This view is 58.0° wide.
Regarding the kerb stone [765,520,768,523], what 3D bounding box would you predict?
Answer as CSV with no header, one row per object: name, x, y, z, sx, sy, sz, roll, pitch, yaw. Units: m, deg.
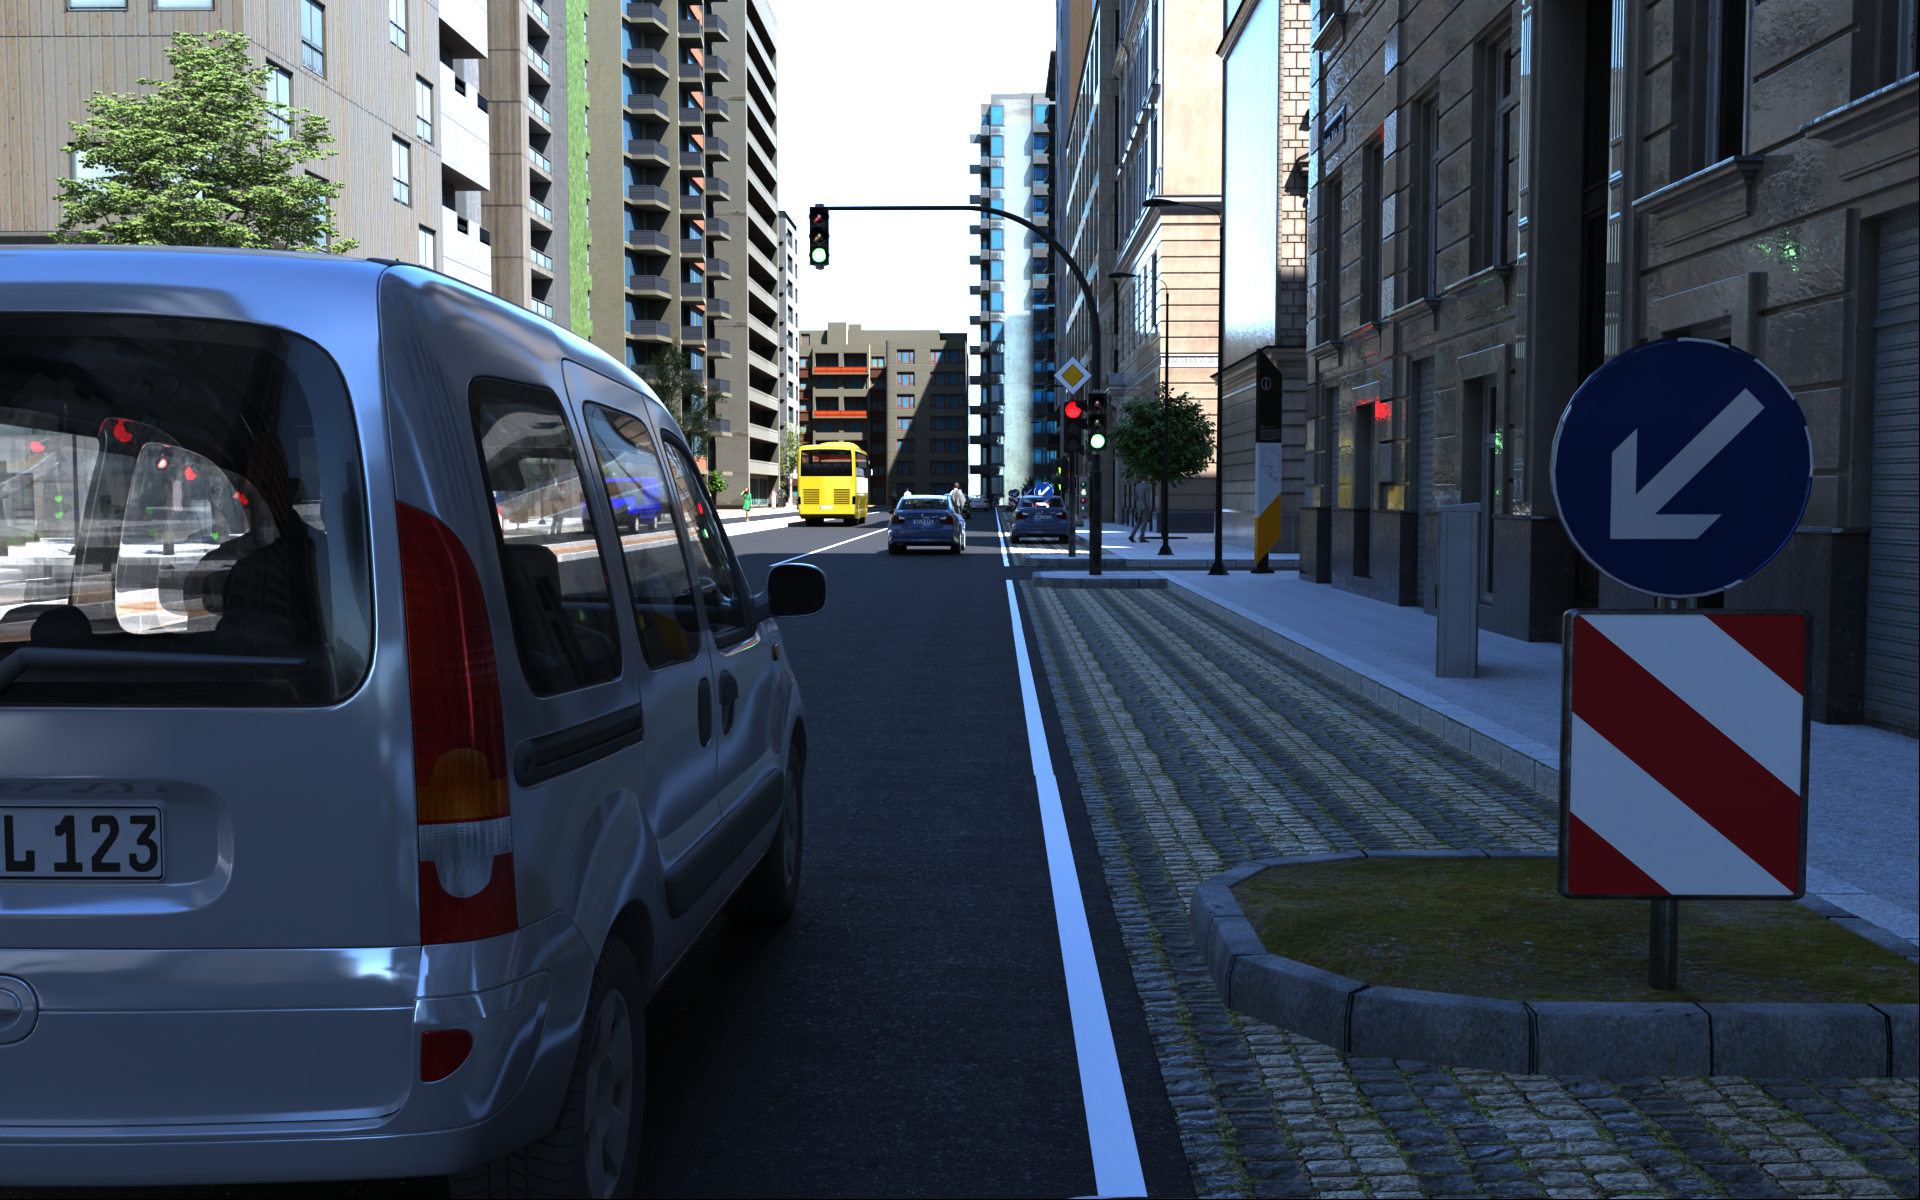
kerb stone,-9.567,-3.777,83.950,0.120,0.150,1.000,0,4,1

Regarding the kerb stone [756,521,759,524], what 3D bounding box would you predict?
kerb stone,-9.627,-3.588,80.858,0.120,0.150,1.000,0,4,1

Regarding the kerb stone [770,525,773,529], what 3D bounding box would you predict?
kerb stone,-7.748,-2.899,69.593,0.120,0.150,1.000,0,4,1

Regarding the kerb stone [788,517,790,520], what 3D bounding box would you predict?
kerb stone,-9.394,-4.334,93.176,0.120,0.150,1.000,0,4,1

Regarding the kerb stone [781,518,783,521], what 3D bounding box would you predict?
kerb stone,-9.453,-4.153,90.103,0.120,0.150,1.000,0,4,1

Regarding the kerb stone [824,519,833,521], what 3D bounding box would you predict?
kerb stone,-7.248,-4.466,95.231,0.120,0.150,1.000,0,4,1

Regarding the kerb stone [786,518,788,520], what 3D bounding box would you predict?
kerb stone,-9.410,-4.279,92.151,0.120,0.150,1.000,0,4,1

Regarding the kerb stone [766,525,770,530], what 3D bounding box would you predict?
kerb stone,-7.764,-2.832,68.563,0.120,0.150,1.000,0,4,1

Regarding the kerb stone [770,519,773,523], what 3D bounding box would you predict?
kerb stone,-9.525,-3.903,86.005,0.120,0.150,1.000,0,4,1

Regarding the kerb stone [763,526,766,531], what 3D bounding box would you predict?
kerb stone,-7.786,-2.773,67.541,0.120,0.150,1.000,0,4,1

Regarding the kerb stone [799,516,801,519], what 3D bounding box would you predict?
kerb stone,-9.295,-4.655,98.305,0.120,0.150,1.000,0,4,1

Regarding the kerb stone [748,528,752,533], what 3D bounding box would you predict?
kerb stone,-7.855,-2.522,63.428,0.120,0.150,1.000,0,4,1

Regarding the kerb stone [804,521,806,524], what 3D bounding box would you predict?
kerb stone,-7.504,-3.651,81.887,0.120,0.150,1.000,0,4,1

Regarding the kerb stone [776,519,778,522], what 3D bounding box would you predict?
kerb stone,-9.494,-4.028,88.054,0.120,0.150,1.000,0,4,1

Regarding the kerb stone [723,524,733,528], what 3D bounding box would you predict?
kerb stone,-9.783,-3.086,72.656,0.120,0.150,1.000,0,4,1

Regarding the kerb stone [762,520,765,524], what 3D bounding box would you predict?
kerb stone,-9.596,-3.714,82.919,0.120,0.150,1.000,0,4,1

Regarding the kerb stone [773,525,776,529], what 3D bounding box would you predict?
kerb stone,-7.719,-2.961,70.615,0.120,0.150,1.000,0,4,1

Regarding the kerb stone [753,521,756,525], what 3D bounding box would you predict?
kerb stone,-9.643,-3.525,79.829,0.120,0.150,1.000,0,4,1

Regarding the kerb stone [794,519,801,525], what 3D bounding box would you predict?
kerb stone,-7.545,-3.520,79.832,0.120,0.150,1.000,0,4,1

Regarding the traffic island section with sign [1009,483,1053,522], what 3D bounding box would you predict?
traffic island section with sign,2.810,-3.185,60.708,1.989,1.847,2.006,0,4,1

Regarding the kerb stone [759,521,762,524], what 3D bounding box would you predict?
kerb stone,-9.609,-3.644,81.888,0.120,0.150,1.000,0,4,1

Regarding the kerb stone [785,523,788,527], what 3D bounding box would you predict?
kerb stone,-7.645,-3.211,74.716,0.120,0.150,1.000,0,4,1

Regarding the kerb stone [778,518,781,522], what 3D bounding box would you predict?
kerb stone,-9.467,-4.090,89.081,0.120,0.150,1.000,0,4,1

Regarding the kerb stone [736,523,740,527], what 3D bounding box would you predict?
kerb stone,-9.751,-3.212,74.708,0.120,0.150,1.000,0,4,1

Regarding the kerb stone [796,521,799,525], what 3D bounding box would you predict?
kerb stone,-7.573,-3.463,78.810,0.120,0.150,1.000,0,4,1

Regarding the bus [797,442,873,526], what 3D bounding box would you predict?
bus,-5.789,-5.471,80.994,2.896,3.916,12.252,0,3,0

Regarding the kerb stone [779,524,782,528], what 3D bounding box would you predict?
kerb stone,-7.685,-3.087,72.663,0.120,0.150,1.000,0,4,1

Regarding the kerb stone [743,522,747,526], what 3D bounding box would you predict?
kerb stone,-9.703,-3.337,76.761,0.120,0.150,1.000,0,4,1

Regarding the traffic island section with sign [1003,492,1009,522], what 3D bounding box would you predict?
traffic island section with sign,3.339,-4.871,88.262,1.989,1.847,2.006,0,4,1

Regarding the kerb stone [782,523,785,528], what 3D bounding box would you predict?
kerb stone,-7.663,-3.143,73.685,0.120,0.150,1.000,0,4,1

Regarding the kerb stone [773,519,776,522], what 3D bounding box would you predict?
kerb stone,-9.504,-3.961,87.032,0.120,0.150,1.000,0,4,1

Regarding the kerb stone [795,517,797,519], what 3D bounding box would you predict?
kerb stone,-9.338,-4.528,96.254,0.120,0.150,1.000,0,4,1

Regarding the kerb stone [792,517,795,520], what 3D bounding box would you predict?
kerb stone,-9.349,-4.467,95.230,0.120,0.150,1.000,0,4,1

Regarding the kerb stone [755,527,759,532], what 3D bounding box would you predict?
kerb stone,-7.826,-2.646,65.494,0.120,0.150,1.000,0,4,1

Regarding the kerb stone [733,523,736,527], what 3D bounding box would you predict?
kerb stone,-9.761,-3.149,73.685,0.120,0.150,1.000,0,4,1

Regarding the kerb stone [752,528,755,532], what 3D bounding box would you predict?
kerb stone,-7.836,-2.585,64.467,0.120,0.150,1.000,0,4,1

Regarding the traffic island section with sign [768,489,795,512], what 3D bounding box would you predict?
traffic island section with sign,-14.129,-7.889,137.611,1.989,1.847,2.006,0,4,1

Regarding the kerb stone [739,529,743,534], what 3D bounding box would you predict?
kerb stone,-7.905,-2.396,61.382,0.120,0.150,1.000,0,4,1

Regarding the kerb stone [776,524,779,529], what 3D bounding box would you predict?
kerb stone,-7.704,-3.024,71.637,0.120,0.150,1.000,0,4,1

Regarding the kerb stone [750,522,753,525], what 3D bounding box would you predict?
kerb stone,-9.665,-3.462,78.807,0.120,0.150,1.000,0,4,1

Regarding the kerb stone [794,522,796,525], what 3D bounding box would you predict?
kerb stone,-7.587,-3.399,77.787,0.120,0.150,1.000,0,4,1

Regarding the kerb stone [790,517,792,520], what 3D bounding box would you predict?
kerb stone,-9.370,-4.404,94.207,0.120,0.150,1.000,0,4,1

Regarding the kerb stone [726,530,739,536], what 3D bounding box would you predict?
kerb stone,-7.916,-2.334,60.356,0.120,0.150,1.000,0,4,1

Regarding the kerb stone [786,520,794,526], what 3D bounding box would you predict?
kerb stone,-7.602,-3.338,76.764,0.120,0.150,1.000,0,4,1

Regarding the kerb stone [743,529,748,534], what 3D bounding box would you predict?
kerb stone,-7.879,-2.458,62.404,0.120,0.150,1.000,0,4,1

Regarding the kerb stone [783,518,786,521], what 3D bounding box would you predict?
kerb stone,-9.426,-4.216,91.125,0.120,0.150,1.000,0,4,1

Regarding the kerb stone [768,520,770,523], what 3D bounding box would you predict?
kerb stone,-9.550,-3.840,84.981,0.120,0.150,1.000,0,4,1

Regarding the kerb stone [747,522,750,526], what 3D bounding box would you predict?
kerb stone,-9.683,-3.400,77.784,0.120,0.150,1.000,0,4,1

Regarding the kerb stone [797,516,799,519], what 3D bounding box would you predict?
kerb stone,-9.309,-4.592,97.282,0.120,0.150,1.000,0,4,1

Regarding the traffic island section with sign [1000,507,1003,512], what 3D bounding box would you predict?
traffic island section with sign,4.280,-7.867,137.250,1.989,1.847,2.006,0,4,1

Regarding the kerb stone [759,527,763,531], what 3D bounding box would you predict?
kerb stone,-7.807,-2.710,66.519,0.120,0.150,1.000,0,4,1

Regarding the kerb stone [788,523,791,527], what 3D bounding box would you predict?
kerb stone,-7.622,-3.272,75.742,0.120,0.150,1.000,0,4,1

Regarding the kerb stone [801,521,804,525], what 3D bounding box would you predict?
kerb stone,-7.528,-3.588,80.857,0.120,0.150,1.000,0,4,1

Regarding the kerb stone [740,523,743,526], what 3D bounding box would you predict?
kerb stone,-9.726,-3.275,75.739,0.120,0.150,1.000,0,4,1
